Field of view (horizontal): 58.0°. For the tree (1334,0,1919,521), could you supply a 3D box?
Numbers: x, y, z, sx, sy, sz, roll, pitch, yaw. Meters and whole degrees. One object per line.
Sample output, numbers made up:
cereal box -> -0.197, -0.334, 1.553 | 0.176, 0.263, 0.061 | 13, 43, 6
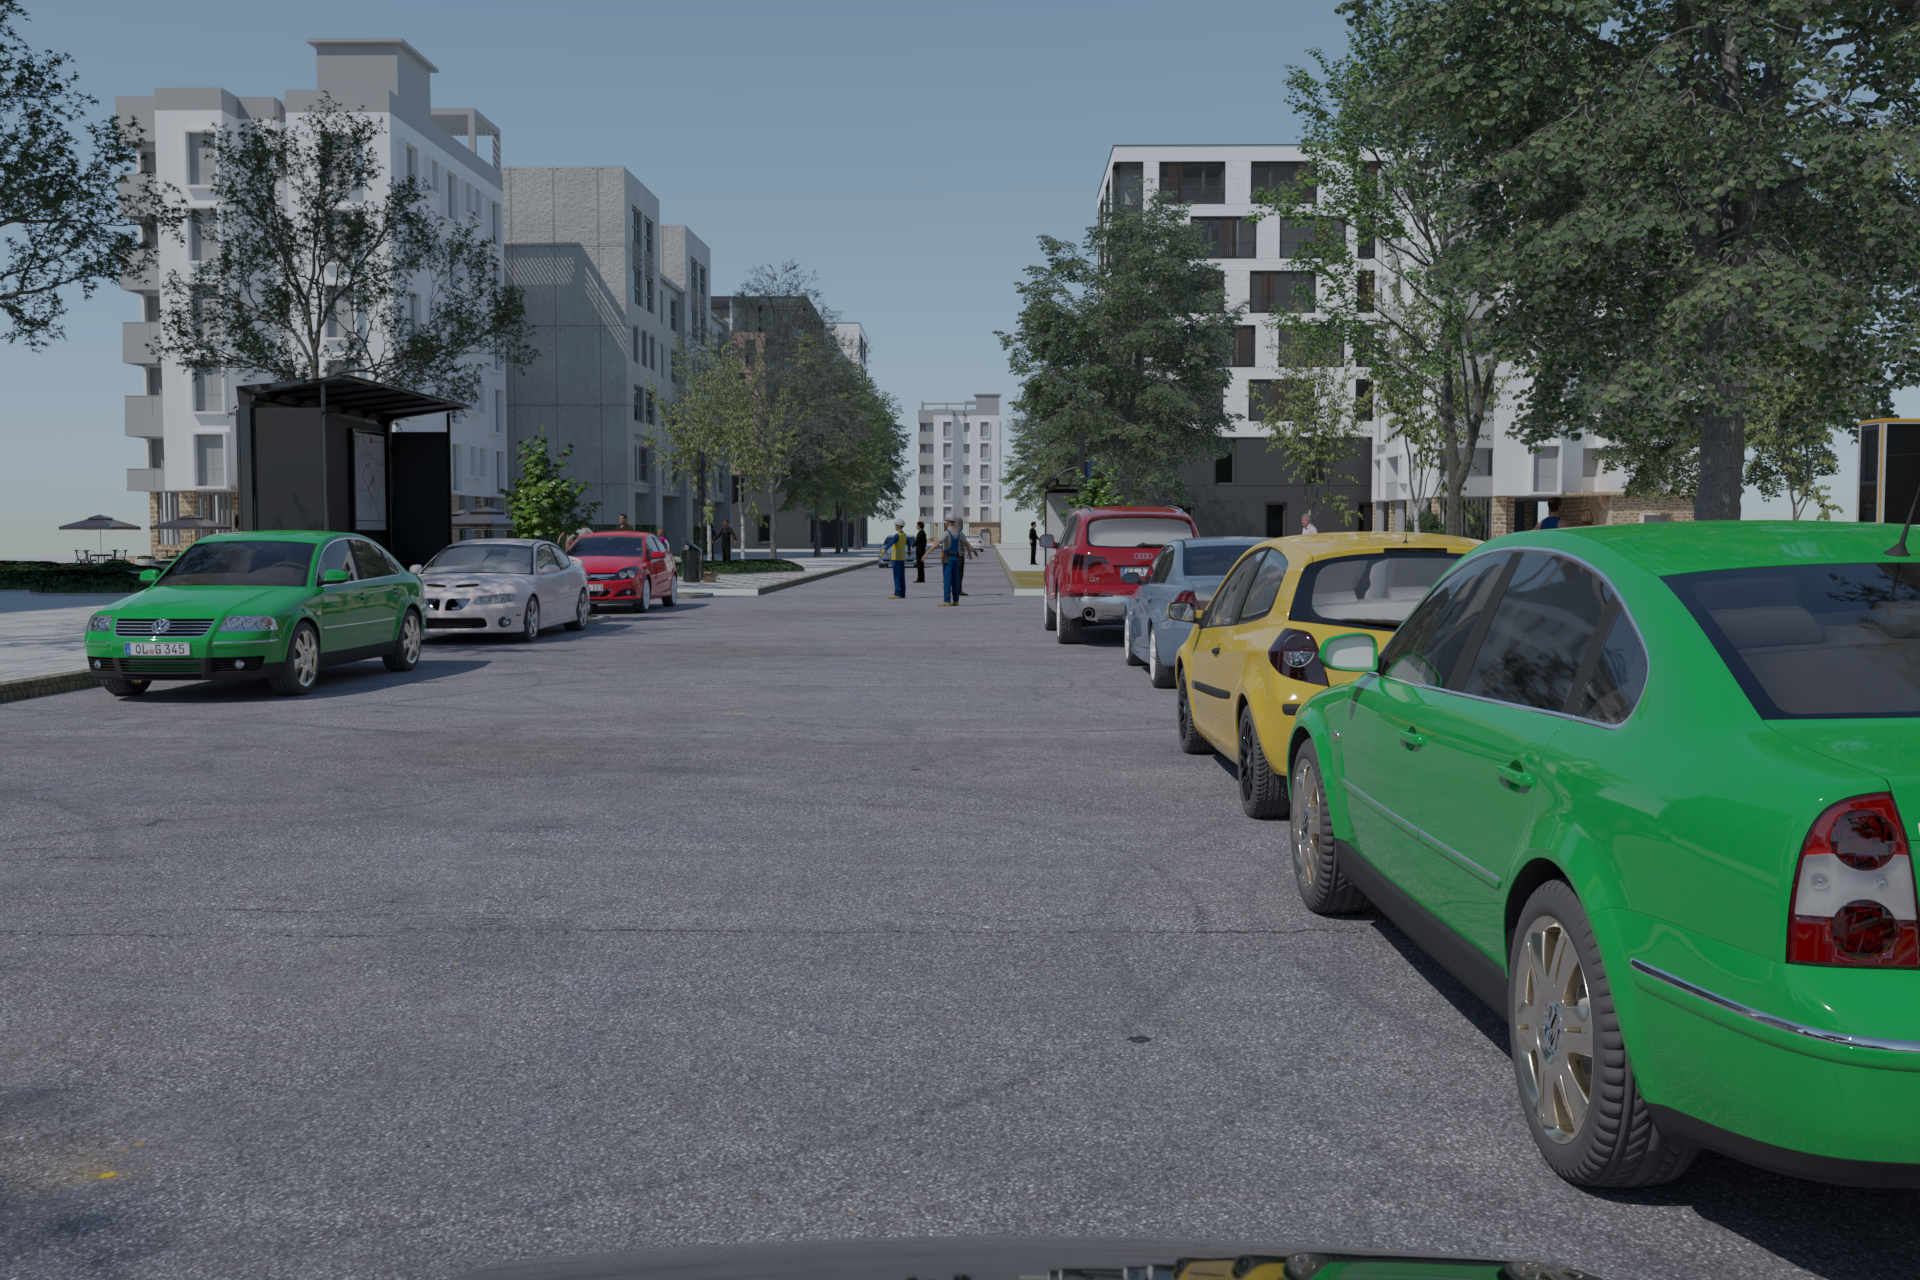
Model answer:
tree -> 8.599, -6.899, 19.446 | 9.857, 13.997, 8.962 | 0, 3, 0

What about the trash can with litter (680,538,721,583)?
trash can with litter -> -6.876, -2.110, 45.886 | 1.055, 1.170, 0.624 | 0, 4, 3

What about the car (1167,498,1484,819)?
car -> 2.286, 0.005, 10.147 | 2.015, 1.641, 3.980 | 0, 4, 0

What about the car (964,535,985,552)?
car -> 0.970, -7.745, 138.992 | 2.083, 1.381, 4.827 | 0, 4, 1

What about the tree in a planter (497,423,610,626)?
tree in a planter -> -6.753, -1.877, 27.913 | 1.991, 3.239, 1.994 | 0, 4, 2

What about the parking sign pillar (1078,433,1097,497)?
parking sign pillar -> 3.408, -3.565, 46.765 | 1.447, 3.967, 1.447 | 0, 4, 2

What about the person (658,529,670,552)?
person -> -8.369, -2.381, 48.191 | 0.991, 1.433, 0.599 | 3, 5, 44

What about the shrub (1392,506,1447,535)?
shrub -> 13.045, -2.733, 48.718 | 1.661, 2.075, 1.752 | 0, 3, 0

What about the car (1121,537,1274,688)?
car -> 2.663, -0.329, 17.380 | 2.014, 1.417, 4.499 | 0, 4, 0

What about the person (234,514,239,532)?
person -> -14.221, -1.703, 34.676 | 0.721, 1.735, 1.217 | -2, 4, -26

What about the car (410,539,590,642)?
car -> -6.545, -0.739, 24.446 | 2.083, 1.381, 4.827 | 0, 4, 1

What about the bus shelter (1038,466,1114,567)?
bus shelter -> 3.586, -3.681, 54.114 | 2.014, 3.302, 5.546 | 0, 4, -1

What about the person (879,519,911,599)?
person -> -1.424, -1.813, 38.557 | 0.721, 1.772, 1.216 | 2, 4, 31

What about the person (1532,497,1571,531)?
person -> 8.436, -1.124, 24.552 | 0.704, 1.807, 1.345 | -2, 4, -35

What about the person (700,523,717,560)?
person -> -10.111, -3.852, 69.709 | 0.721, 1.740, 1.216 | 2, 4, 23

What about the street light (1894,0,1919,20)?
street light -> 6.401, -2.325, 10.797 | 0.468, 5.910, 1.993 | 0, 4, 0

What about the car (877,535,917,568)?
car -> -2.544, -3.836, 74.718 | 2.014, 1.417, 4.499 | 0, 4, 1

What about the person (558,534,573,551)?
person -> -15.436, -3.782, 68.645 | 0.721, 1.733, 1.217 | 3, 5, 44

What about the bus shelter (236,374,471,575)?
bus shelter -> -9.818, -2.283, 28.618 | 1.731, 3.624, 6.357 | 0, 4, 1

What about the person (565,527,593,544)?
person -> -13.816, -3.509, 63.558 | 1.347, 1.806, 0.705 | 0, 4, 6

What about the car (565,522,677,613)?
car -> -6.559, -1.456, 32.849 | 2.155, 1.783, 4.494 | 0, 4, 1

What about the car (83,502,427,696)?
car -> -6.639, -0.486, 16.748 | 1.959, 1.807, 4.718 | 0, 4, 1

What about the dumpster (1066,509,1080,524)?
dumpster -> 2.681, -1.279, 29.134 | 1.865, 1.857, 1.264 | 0, 4, 1

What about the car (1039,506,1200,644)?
car -> 2.270, -0.943, 24.090 | 2.281, 1.827, 5.304 | 0, 4, 0

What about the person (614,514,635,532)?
person -> -8.895, -2.419, 45.681 | 1.346, 1.812, 0.704 | 2, 4, 30

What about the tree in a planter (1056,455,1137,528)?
tree in a planter -> 3.072, -2.561, 39.099 | 1.991, 3.239, 1.994 | 0, 4, 0

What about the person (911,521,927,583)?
person -> -1.191, -2.588, 50.960 | 0.705, 1.806, 1.347 | 1, 4, 17

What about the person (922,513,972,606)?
person -> -0.204, -1.597, 34.419 | 1.347, 1.847, 0.705 | -3, 5, -44

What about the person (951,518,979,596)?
person -> -0.018, -1.937, 40.262 | 0.705, 1.813, 1.348 | -2, 4, -32

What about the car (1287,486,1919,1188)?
car -> 2.185, 0.221, 5.179 | 1.959, 1.807, 4.718 | 0, 4, 0

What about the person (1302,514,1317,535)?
person -> 7.342, -1.822, 36.777 | 0.436, 1.711, 0.756 | 0, 4, -6

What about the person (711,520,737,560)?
person -> -8.477, -3.448, 62.602 | 1.346, 1.802, 0.704 | 3, 5, 39

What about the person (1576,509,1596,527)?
person -> 11.122, -1.473, 30.885 | 1.215, 1.729, 0.721 | 0, 4, 2

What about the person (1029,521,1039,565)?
person -> 3.096, -4.040, 72.241 | 0.705, 1.806, 1.347 | 1, 4, 20
